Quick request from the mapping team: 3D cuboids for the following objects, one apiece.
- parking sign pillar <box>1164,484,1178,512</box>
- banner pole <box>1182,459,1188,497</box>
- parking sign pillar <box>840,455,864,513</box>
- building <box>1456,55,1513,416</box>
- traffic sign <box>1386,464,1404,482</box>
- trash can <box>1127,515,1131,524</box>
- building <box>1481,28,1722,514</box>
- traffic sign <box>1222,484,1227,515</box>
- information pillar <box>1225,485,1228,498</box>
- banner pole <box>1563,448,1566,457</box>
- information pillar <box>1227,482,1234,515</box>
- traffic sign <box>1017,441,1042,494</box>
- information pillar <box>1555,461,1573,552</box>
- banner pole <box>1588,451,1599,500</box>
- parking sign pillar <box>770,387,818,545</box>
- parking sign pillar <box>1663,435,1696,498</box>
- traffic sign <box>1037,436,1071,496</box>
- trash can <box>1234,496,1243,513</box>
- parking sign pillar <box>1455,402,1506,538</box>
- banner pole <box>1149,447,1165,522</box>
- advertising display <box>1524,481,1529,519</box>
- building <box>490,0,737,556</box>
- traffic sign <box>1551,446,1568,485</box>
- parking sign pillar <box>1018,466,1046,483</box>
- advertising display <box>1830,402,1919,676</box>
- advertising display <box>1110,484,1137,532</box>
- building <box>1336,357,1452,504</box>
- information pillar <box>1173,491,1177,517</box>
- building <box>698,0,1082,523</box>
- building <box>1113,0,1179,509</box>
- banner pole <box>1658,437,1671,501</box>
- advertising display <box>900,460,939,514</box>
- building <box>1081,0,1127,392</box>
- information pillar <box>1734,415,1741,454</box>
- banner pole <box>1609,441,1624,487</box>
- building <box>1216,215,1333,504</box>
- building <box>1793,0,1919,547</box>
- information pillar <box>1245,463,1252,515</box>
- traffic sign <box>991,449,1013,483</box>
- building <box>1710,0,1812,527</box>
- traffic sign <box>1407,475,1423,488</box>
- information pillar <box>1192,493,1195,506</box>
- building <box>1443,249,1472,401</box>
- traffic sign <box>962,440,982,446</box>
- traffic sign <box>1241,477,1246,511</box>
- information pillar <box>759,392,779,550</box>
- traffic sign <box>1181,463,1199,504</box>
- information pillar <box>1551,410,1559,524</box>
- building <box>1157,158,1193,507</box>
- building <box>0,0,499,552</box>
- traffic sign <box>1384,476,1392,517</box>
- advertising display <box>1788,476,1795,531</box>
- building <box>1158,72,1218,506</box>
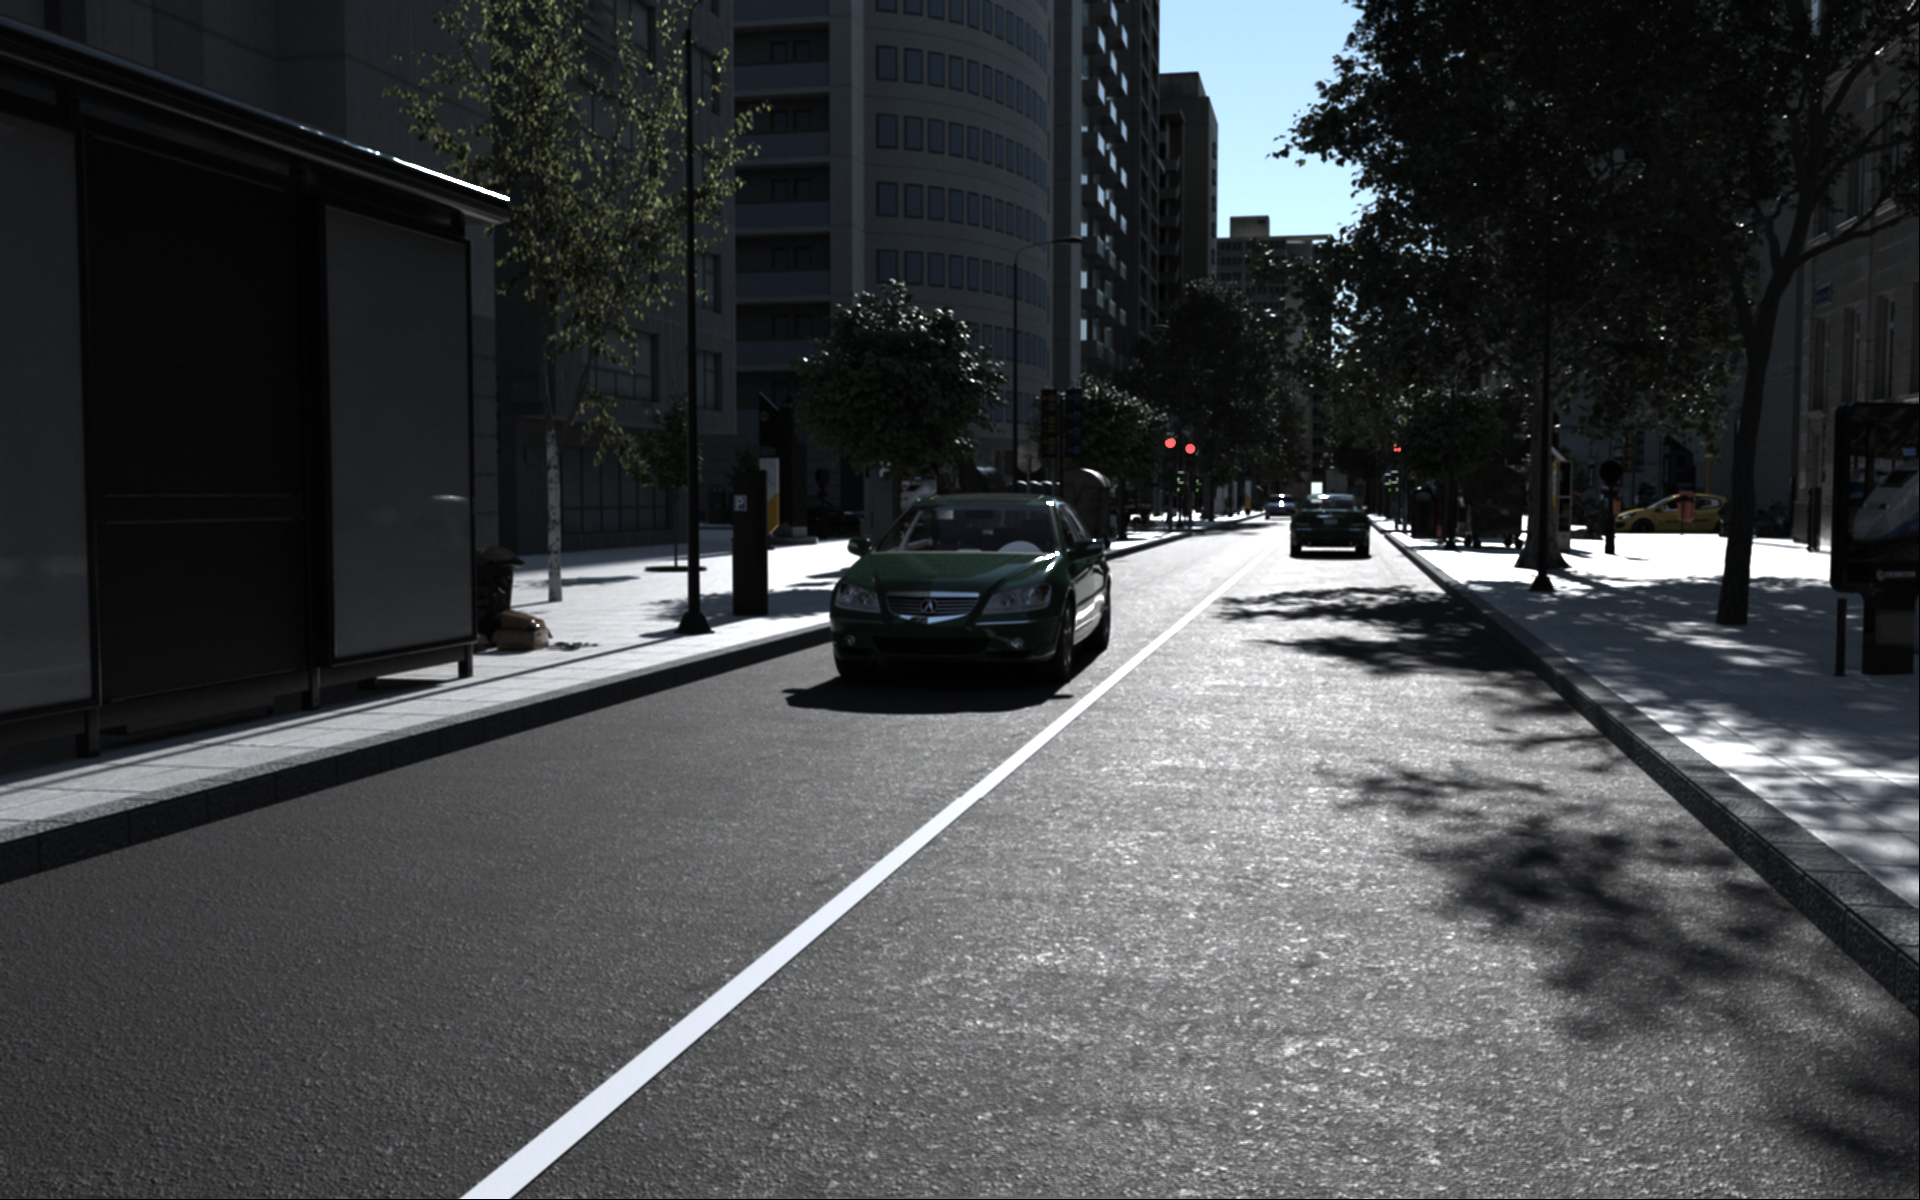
[{"bbox_3d":[15.108,-8.292,124.047,1.447,3.967,1.447,2,4,27],"label":"parking sign pillar"},{"bbox_3d":[14.265,-7.304,109.438,0.863,3.779,0.401,-1,4,-22],"label":"banner pole"},{"bbox_3d":[-4.255,-5.067,71.316,1.447,3.967,1.447,0,4,7],"label":"parking sign pillar"},{"bbox_3d":[56.234,-30.549,154.102,22.147,44.769,28.867,1,4,12],"label":"building"},{"bbox_3d":[17.703,-4.296,70.353,0.768,2.556,0.104,1,4,15],"label":"traffic sign"},{"bbox_3d":[6.680,-3.614,70.737,0.748,1.137,0.748,0,3,0],"label":"trash can"},{"bbox_3d":[50.883,-32.355,118.241,28.713,52.752,27.495,1,4,12],"label":"building"},{"bbox_3d":[15.794,-6.356,104.033,0.768,2.556,0.104,1,4,22],"label":"traffic sign"},{"bbox_3d":[17.012,-7.253,109.940,0.504,3.616,0.183,3,4,38],"label":"information pillar"},{"bbox_3d":[32.538,-6.325,93.438,0.401,3.779,0.863,2,4,26],"label":"banner pole"},{"bbox_3d":[16.549,-6.204,105.925,0.304,2.012,0.304,2,4,24],"label":"information pillar"},{"bbox_3d":[1.630,-2.519,41.298,0.768,2.556,0.104,1,4,20],"label":"traffic sign"},{"bbox_3d":[13.317,-2.062,38.206,0.304,2.012,0.304,1,4,13],"label":"information pillar"},{"bbox_3d":[36.924,-6.785,100.951,0.401,3.779,0.863,-2,4,-33],"label":"banner pole"},{"bbox_3d":[-4.373,-3.419,44.369,1.447,3.967,1.447,-2,4,-29],"label":"parking sign pillar"},{"bbox_3d":[31.775,-5.384,76.502,1.447,3.967,1.447,0,4,-5],"label":"parking sign pillar"},{"bbox_3d":[2.056,-2.316,37.970,0.768,2.556,0.104,1,4,18],"label":"traffic sign"},{"bbox_3d":[18.892,-6.507,118.039,0.748,1.137,0.748,0,3,0],"label":"trash can"},{"bbox_3d":[15.378,-3.828,51.061,1.447,3.967,1.447,1,4,12],"label":"parking sign pillar"},{"bbox_3d":[9.208,-5.533,80.483,0.863,3.779,0.401,2,4,26],"label":"banner pole"},{"bbox_3d":[28.971,-5.032,87.489,0.974,1.923,0.123,-1,4,-13],"label":"advertising display"},{"bbox_3d":[-13.566,-21.955,42.567,14.086,41.232,14.154,1,4,12],"label":"building"},{"bbox_3d":[14.151,-2.463,41.460,0.795,2.450,0.064,1,4,20],"label":"traffic sign"},{"bbox_3d":[3.175,-5.414,76.986,1.447,3.967,1.447,2,4,30],"label":"parking sign pillar"},{"bbox_3d":[6.617,-0.433,12.299,0.974,1.923,0.123,-1,4,-18],"label":"advertising display"},{"bbox_3d":[5.410,-3.220,57.859,0.974,1.923,0.123,0,4,-1],"label":"advertising display"},{"bbox_3d":[66.060,-24.016,237.694,28.899,21.520,27.650,1,4,12],"label":"building"},{"bbox_3d":[12.157,-5.745,98.416,0.304,2.012,0.304,-1,4,-18],"label":"information pillar"},{"bbox_3d":[-6.123,-33.462,89.099,21.231,58.520,28.212,1,4,12],"label":"building"},{"bbox_3d":[8.922,-43.613,151.331,20.563,71.187,20.611,1,4,12],"label":"building"},{"bbox_3d":[29.984,-5.125,73.808,0.863,3.779,0.401,-2,4,-26],"label":"banner pole"},{"bbox_3d":[-0.882,-1.675,32.600,0.974,1.923,0.123,-1,4,-12],"label":"advertising display"},{"bbox_3d":[0.092,-30.983,126.174,23.786,49.044,30.456,1,4,12],"label":"building"},{"bbox_3d":[21.130,-3.397,46.901,0.504,3.616,0.183,-2,4,-31],"label":"information pillar"},{"bbox_3d":[30.132,-5.488,79.750,0.863,3.779,0.401,3,5,43],"label":"banner pole"},{"bbox_3d":[40.661,-33.816,244.767,23.993,40.220,32.217,1,4,12],"label":"building"},{"bbox_3d":[24.800,-14.332,31.599,12.463,27.353,25.104,1,4,12],"label":"building"},{"bbox_3d":[17.851,-7.087,107.231,0.504,3.616,0.183,-3,5,-41],"label":"information pillar"},{"bbox_3d":[0.981,-2.260,39.073,0.606,2.300,0.079,1,4,20],"label":"traffic sign"},{"bbox_3d":[44.982,-27.570,74.466,21.600,48.544,21.300,1,4,12],"label":"building"},{"bbox_3d":[17.270,-4.008,65.539,0.884,2.594,0.081,1,4,16],"label":"traffic sign"},{"bbox_3d":[17.284,-8.436,129.290,0.504,3.616,0.183,1,4,14],"label":"information pillar"},{"bbox_3d":[63.081,-34.445,182.784,23.786,49.044,30.456,1,4,12],"label":"building"},{"bbox_3d":[0.194,-2.435,39.912,0.768,2.556,0.104,1,4,16],"label":"traffic sign"},{"bbox_3d":[21.055,-7.805,127.713,0.768,2.556,0.104,1,4,19],"label":"traffic sign"},{"bbox_3d":[-4.393,-2.961,39.763,0.504,3.616,0.183,2,4,24],"label":"information pillar"},{"bbox_3d":[9.151,-4.222,69.131,0.768,2.556,0.104,1,4,17],"label":"traffic sign"},{"bbox_3d":[14.684,-3.169,43.160,0.504,3.616,0.183,-2,4,-26],"label":"information pillar"},{"bbox_3d":[7.170,-29.575,175.434,32.217,40.220,23.993,1,4,12],"label":"building"},{"bbox_3d":[-20.349,-28.842,13.574,21.231,58.520,28.212,1,4,12],"label":"building"},{"bbox_3d":[22.929,-5.622,92.022,0.768,2.556,0.104,1,4,17],"label":"traffic sign"},{"bbox_3d":[29.341,-3.419,61.115,0.123,1.923,0.974,1,4,21],"label":"advertising display"},{"bbox_3d":[18.063,-35.147,198.348,21.600,48.544,21.300,1,4,12],"label":"building"}]
